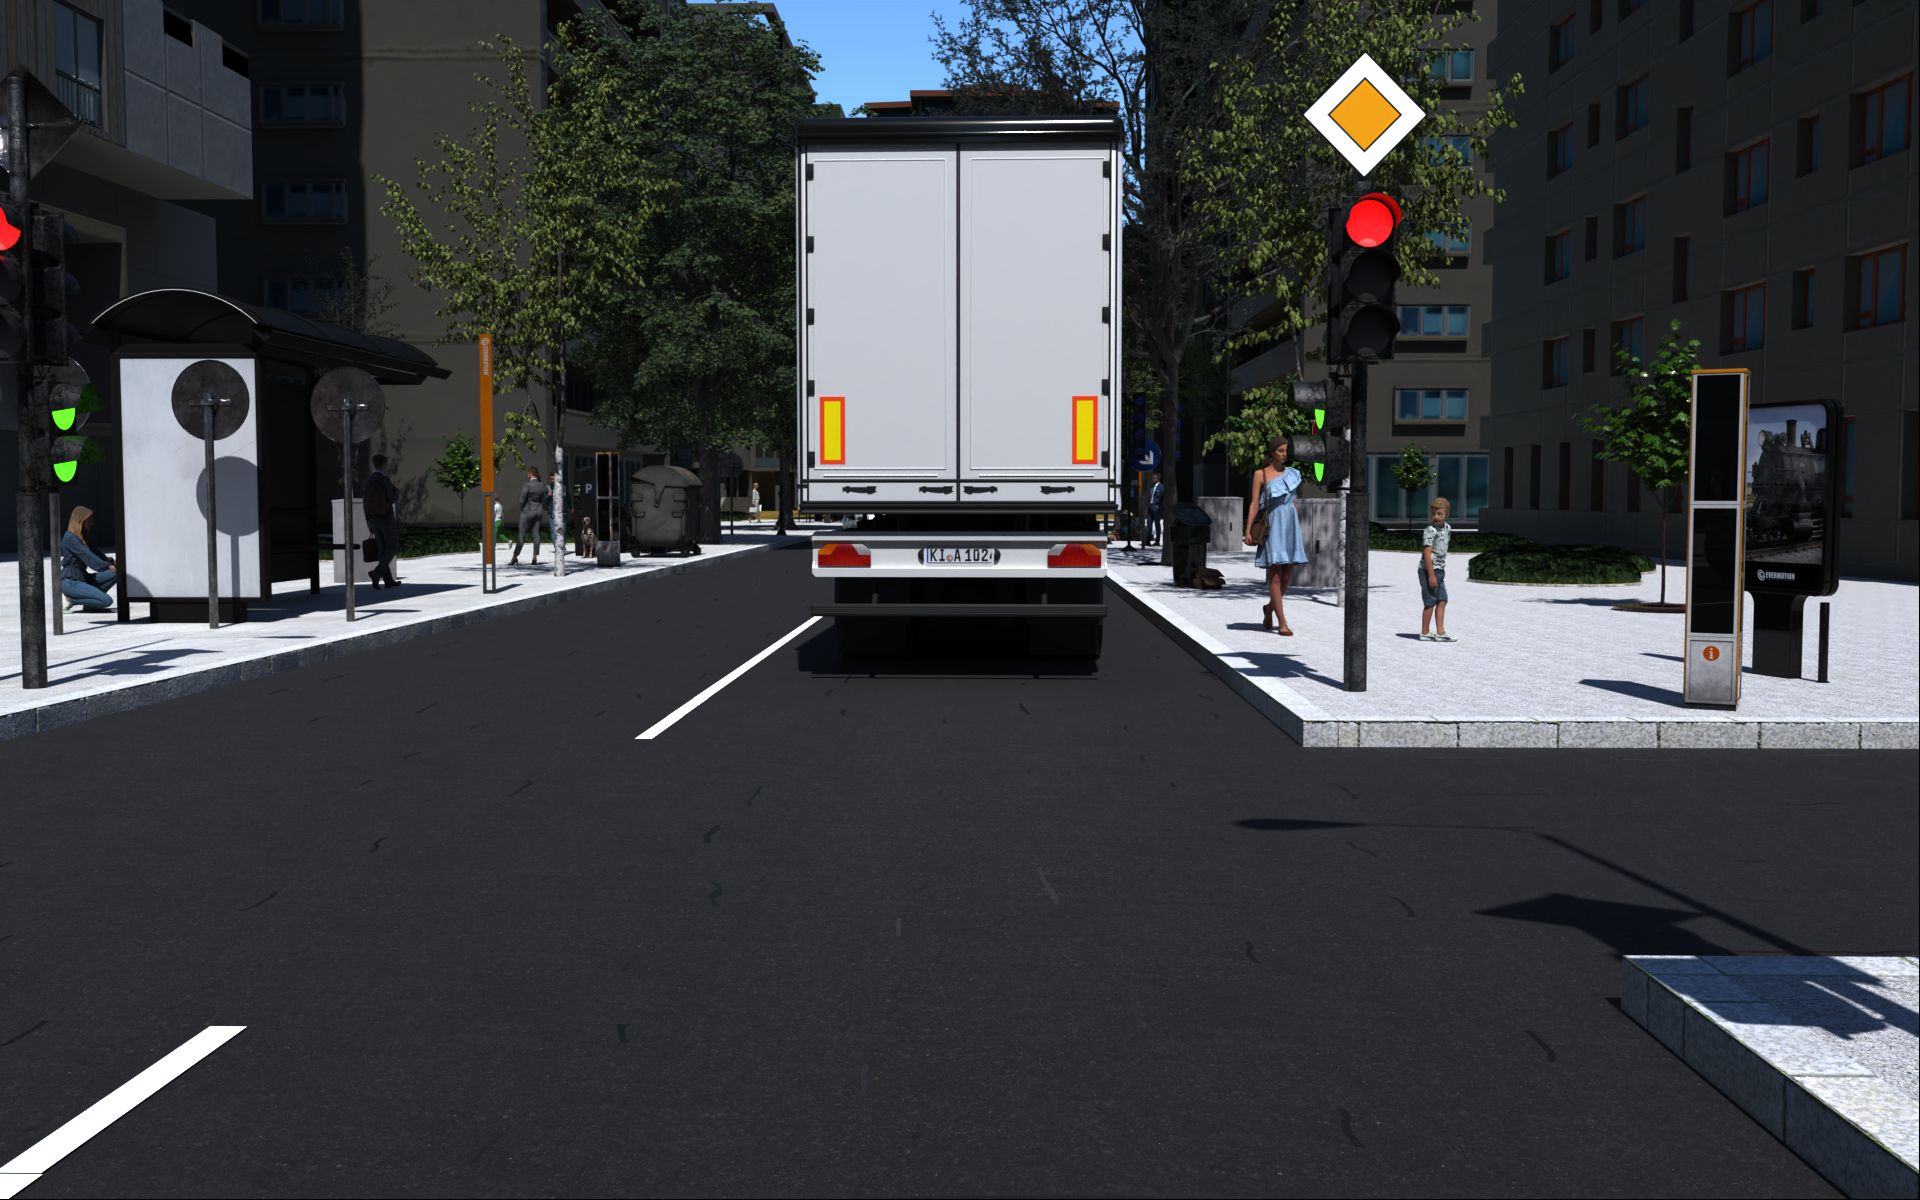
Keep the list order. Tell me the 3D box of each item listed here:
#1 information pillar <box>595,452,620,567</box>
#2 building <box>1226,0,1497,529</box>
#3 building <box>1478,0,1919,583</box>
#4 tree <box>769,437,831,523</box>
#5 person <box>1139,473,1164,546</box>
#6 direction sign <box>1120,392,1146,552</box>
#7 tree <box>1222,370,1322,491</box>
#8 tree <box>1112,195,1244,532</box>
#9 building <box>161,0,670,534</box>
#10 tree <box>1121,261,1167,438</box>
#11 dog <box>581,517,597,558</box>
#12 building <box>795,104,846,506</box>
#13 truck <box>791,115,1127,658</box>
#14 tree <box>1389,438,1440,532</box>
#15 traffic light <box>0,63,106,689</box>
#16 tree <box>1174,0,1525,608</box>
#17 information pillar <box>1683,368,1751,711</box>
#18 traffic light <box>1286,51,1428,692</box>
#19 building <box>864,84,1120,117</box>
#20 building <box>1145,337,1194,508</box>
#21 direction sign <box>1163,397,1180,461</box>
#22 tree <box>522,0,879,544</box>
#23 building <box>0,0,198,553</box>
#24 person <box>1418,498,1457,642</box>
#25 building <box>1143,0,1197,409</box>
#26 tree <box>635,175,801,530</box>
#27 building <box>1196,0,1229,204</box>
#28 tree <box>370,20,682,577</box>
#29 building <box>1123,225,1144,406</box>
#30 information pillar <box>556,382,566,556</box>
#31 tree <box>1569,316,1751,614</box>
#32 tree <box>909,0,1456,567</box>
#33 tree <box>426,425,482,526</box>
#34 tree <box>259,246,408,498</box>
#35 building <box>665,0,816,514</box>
[{"bbox_3d":[-6.210,-1.595,30.567,0.304,2.012,0.304,1,4,19],"label":"information pillar"},{"bbox_3d":[23.314,-27.409,71.839,21.300,48.544,21.600,0,4,1],"label":"building"},{"bbox_3d":[28.428,-11.494,32.970,28.899,21.520,27.650,0,4,1],"label":"building"},{"bbox_3d":[-5.700,-8.646,75.770,8.767,10.594,7.601,-2,4,-29],"label":"tree"},{"bbox_3d":[4.837,-2.251,43.021,0.419,1.800,0.721,-3,5,-42],"label":"person"},{"bbox_3d":[3.786,-2.857,38.703,0.379,3.537,0.876,-3,5,-44],"label":"direction sign"},{"bbox_3d":[8.770,-3.791,45.694,4.285,4.588,4.351,0,3,0],"label":"tree"},{"bbox_3d":[5.196,-7.278,53.409,7.601,10.594,8.767,0,4,-1],"label":"tree"},{"bbox_3d":[-23.601,-26.960,64.491,21.300,48.544,21.600,0,4,1],"label":"building"},{"bbox_3d":[5.616,-9.572,74.633,7.486,12.596,7.792,0,3,0],"label":"tree"},{"bbox_3d":[-7.306,-1.247,34.776,0.800,0.831,0.513,-3,5,-39],"label":"dog"},{"bbox_3d":[-18.914,-30.684,185.283,14.086,41.232,14.154,0,4,1],"label":"building"},{"bbox_3d":[0.250,-1.809,18.492,2.839,4.237,11.283,0,4,3],"label":"truck"},{"bbox_3d":[15.638,-3.972,59.550,1.663,3.219,1.824,0,3,0],"label":"tree"},{"bbox_3d":[-6.103,-1.371,11.340,0.839,4.253,0.868,0,4,1],"label":"traffic light"},{"bbox_3d":[4.378,-4.236,19.619,4.737,8.622,4.395,0,3,0],"label":"tree"},{"bbox_3d":[4.522,-0.358,10.353,0.304,2.012,0.304,2,4,28],"label":"information pillar"},{"bbox_3d":[2.556,-1.361,11.178,0.839,4.253,0.868,0,4,1],"label":"traffic light"},{"bbox_3d":[2.628,-32.630,188.130,28.867,44.769,22.147,0,4,1],"label":"building"},{"bbox_3d":[24.872,-49.146,116.201,22.319,86.520,31.000,0,4,1],"label":"building"},{"bbox_3d":[5.000,-2.994,40.941,0.379,3.537,0.876,2,4,32],"label":"direction sign"},{"bbox_3d":[-6.325,-8.405,44.070,9.857,13.997,8.962,0,3,0],"label":"tree"},{"bbox_3d":[-31.284,-27.067,31.789,28.713,52.752,27.495,0,4,1],"label":"building"},{"bbox_3d":[4.156,-0.265,15.064,0.332,1.250,0.352,0,4,-7],"label":"person"},{"bbox_3d":[24.102,-43.070,142.448,20.563,71.187,20.611,0,4,1],"label":"building"},{"bbox_3d":[-6.329,-8.858,61.833,9.611,12.733,9.660,0,3,0],"label":"tree"},{"bbox_3d":[19.768,-19.804,95.500,14.160,30.474,14.107,0,4,1],"label":"building"},{"bbox_3d":[-6.472,-4.671,26.733,4.737,8.622,4.395,0,3,0],"label":"tree"},{"bbox_3d":[24.032,-25.235,184.290,14.107,30.474,14.160,0,4,1],"label":"building"},{"bbox_3d":[-8.326,-2.732,36.018,0.183,3.616,0.504,-1,4,-14],"label":"information pillar"},{"bbox_3d":[7.817,-1.485,18.889,1.663,3.219,1.824,0,3,0],"label":"tree"},{"bbox_3d":[3.736,-7.363,30.762,12.009,13.543,11.850,0,3,0],"label":"tree"},{"bbox_3d":[-14.132,-3.305,48.637,1.663,3.219,1.824,0,3,0],"label":"tree"},{"bbox_3d":[-18.142,-6.137,50.707,4.360,8.622,3.978,0,3,0],"label":"tree"},{"bbox_3d":[-24.275,-27.307,138.354,23.993,40.220,32.217,0,4,1],"label":"building"}]
